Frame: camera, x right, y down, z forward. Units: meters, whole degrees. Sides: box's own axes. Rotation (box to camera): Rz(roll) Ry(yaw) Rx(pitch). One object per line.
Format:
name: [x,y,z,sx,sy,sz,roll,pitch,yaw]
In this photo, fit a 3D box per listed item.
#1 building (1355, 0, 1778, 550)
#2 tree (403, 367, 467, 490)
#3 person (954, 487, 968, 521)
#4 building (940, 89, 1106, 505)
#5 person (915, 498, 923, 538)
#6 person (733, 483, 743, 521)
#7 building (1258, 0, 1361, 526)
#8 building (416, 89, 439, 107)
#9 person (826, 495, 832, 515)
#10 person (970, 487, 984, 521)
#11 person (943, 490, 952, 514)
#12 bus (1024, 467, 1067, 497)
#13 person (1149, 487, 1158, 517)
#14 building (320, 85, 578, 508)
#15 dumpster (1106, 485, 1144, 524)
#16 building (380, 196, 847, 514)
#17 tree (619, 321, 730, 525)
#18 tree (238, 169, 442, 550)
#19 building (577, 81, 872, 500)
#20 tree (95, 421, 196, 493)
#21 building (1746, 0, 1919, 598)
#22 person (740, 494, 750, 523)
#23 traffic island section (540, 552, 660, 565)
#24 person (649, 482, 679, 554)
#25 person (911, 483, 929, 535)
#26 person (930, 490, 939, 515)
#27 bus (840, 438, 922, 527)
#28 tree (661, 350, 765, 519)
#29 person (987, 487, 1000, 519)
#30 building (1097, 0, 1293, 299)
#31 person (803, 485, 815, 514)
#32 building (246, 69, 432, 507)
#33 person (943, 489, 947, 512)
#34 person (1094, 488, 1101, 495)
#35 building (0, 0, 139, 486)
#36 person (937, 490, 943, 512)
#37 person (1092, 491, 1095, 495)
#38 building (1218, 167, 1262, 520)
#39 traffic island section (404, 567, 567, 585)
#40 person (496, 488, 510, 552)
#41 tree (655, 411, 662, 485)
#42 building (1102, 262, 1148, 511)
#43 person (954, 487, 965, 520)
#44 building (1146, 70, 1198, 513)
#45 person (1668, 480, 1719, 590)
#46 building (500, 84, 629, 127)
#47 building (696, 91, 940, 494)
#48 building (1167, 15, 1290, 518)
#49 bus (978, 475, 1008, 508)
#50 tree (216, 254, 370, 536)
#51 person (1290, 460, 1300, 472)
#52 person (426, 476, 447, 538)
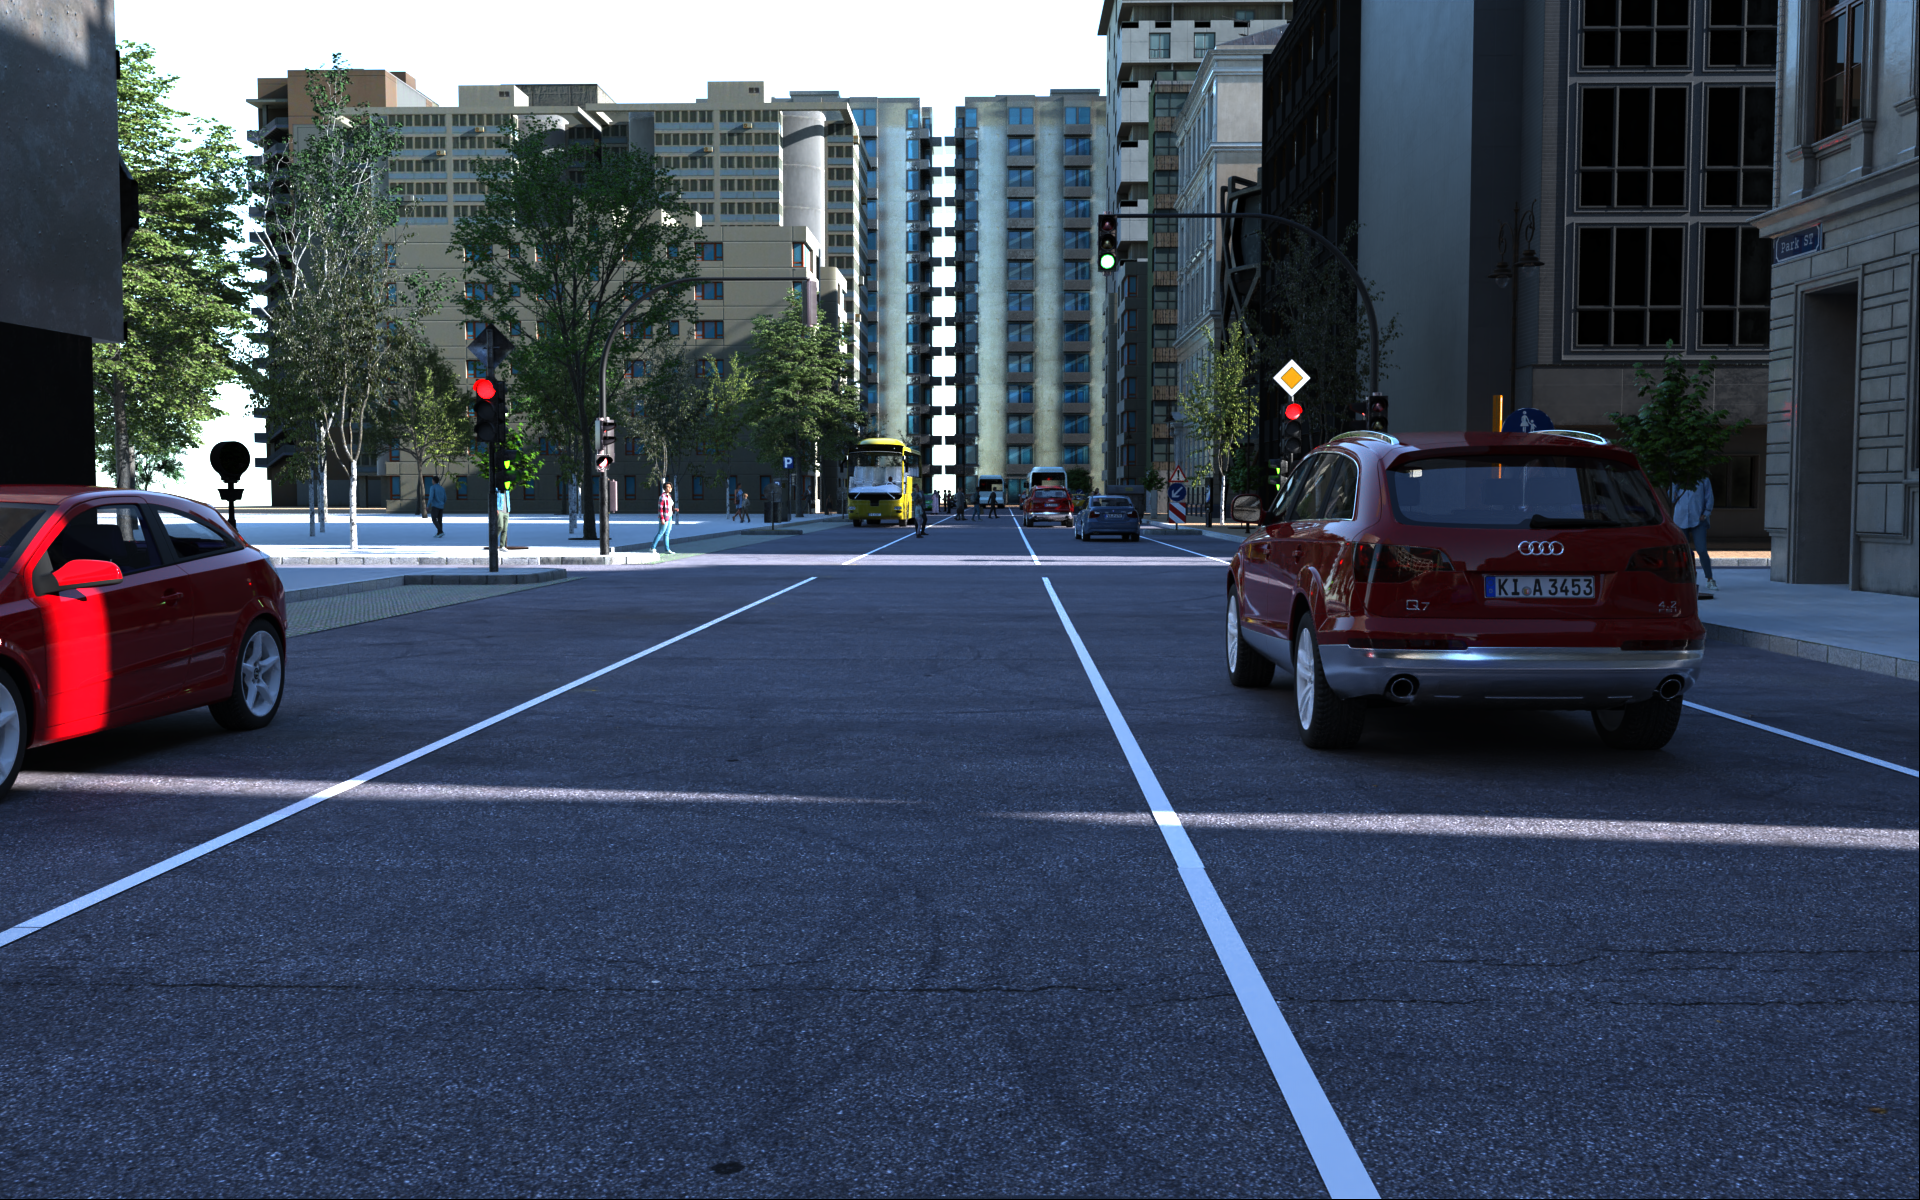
building: [23.592,-15.327,44.104,24.014,27.812,14.314,0,4,1]
tree: [-29.909,-9.111,99.321,4.737,8.622,4.395,0,3,0]
person: [0.060,-5.216,93.887,0.767,1.812,0.694,0,4,2]
building: [13.504,-35.959,207.535,30.456,49.044,23.786,0,4,1]
person: [-1.318,-2.680,56.600,0.394,1.301,0.425,-3,5,-43]
person: [-10.382,-4.576,80.960,0.778,1.811,0.616,2,4,33]
building: [17.898,-14.129,60.682,12.332,23.373,15.834,0,4,1]
building: [-64.899,-35.737,207.996,21.600,48.544,21.300,0,4,1]
person: [-7.835,-5.698,103.873,0.362,1.253,0.373,0,4,-4]
person: [0.905,-5.005,90.323,0.713,1.824,0.794,1,4,14]
person: [-0.886,-7.195,126.850,0.721,1.743,1.217,2,4,28]
bus: [6.107,-7.882,123.732,2.948,3.499,13.247,0,4,1]
person: [10.888,-5.515,97.216,0.512,1.701,0.522,1,4,21]
building: [-45.021,-29.280,170.606,23.993,40.220,32.217,0,4,1]
dumpster: [7.928,-4.584,83.159,1.865,1.857,1.264,0,4,2]
building: [-23.358,-17.228,126.713,27.650,21.520,28.899,0,4,1]
tree: [-11.697,-7.417,71.631,4.360,8.622,3.978,0,3,0]
tree: [-14.035,-5.474,39.863,4.360,8.622,3.978,0,3,0]
building: [-21.030,-29.184,169.042,23.993,40.220,32.217,0,4,1]
tree: [-53.590,-8.298,98.572,11.467,7.101,20.602,1,4,10]
building: [16.685,-10.942,15.066,11.583,22.565,21.152,0,4,1]
person: [-9.612,-4.123,77.724,0.475,1.303,0.640,2,4,26]
traffic island section: [-7.525,-0.875,36.593,2.009,0.180,2.903,0,4,1]
person: [-7.037,-1.949,41.197,0.643,1.720,0.563,1,4,16]
person: [-1.404,-3.166,60.441,0.592,1.802,0.473,-1,4,-19]
person: [-1.719,-6.792,120.212,0.621,1.740,0.551,2,4,32]
bus: [-3.388,-5.382,79.538,2.896,3.916,12.252,0,4,2]
tree: [-12.062,-8.420,88.032,4.737,8.622,4.395,0,3,0]
person: [2.011,-5.705,101.550,0.755,1.850,0.659,-1,4,-11]
building: [28.518,-35.548,170.441,28.713,52.752,27.495,0,4,1]
person: [-9.689,-6.401,110.663,0.822,1.834,0.622,3,5,40]
building: [-63.883,-32.429,180.327,14.200,45.320,14.600,0,4,1]
person: [-1.254,-8.156,141.854,0.705,1.823,1.348,0,4,-7]
person: [7.186,-5.009,90.986,0.593,1.750,0.643,3,5,40]
building: [-20.534,-9.253,18.746,16.811,18.784,16.820,0,4,1]
person: [-1.642,-8.018,140.308,0.721,1.735,1.217,1,4,20]
person: [7.320,-5.167,94.793,0.330,1.601,0.589,-3,5,-43]
building: [20.743,-13.161,82.637,16.820,18.784,16.811,0,4,1]
traffic island section: [-7.719,-0.387,28.610,2.009,0.180,2.903,0,4,1]
person: [-10.185,-1.958,38.406,0.444,1.785,0.601,3,4,36]
tree: [-17.420,-9.278,102.052,4.737,8.622,4.395,0,3,0]
building: [26.426,-18.231,143.115,27.650,21.520,28.899,0,4,1]
person: [-0.040,-5.273,94.909,0.606,1.804,0.583,0,4,5]
building: [20.013,-21.396,121.528,14.160,30.474,14.107,0,4,1]
person: [9.821,-1.032,23.189,0.793,1.790,0.793,0,4,7]
building: [-43.281,-35.766,208.468,21.600,48.544,21.300,0,4,1]
building: [-17.243,-36.020,208.533,30.456,49.044,23.786,0,4,1]
building: [19.820,-19.259,100.790,13.634,28.700,20.117,0,4,1]
bus: [3.291,-11.050,175.521,2.948,3.499,13.247,0,4,2]
tree: [-19.892,-6.232,52.254,4.737,8.622,4.395,0,3,0]
person: [4.738,-0.989,24.031,0.474,1.900,0.648,0,4,-7]
person: [-15.415,-2.758,51.154,0.620,1.820,0.660,1,4,23]
